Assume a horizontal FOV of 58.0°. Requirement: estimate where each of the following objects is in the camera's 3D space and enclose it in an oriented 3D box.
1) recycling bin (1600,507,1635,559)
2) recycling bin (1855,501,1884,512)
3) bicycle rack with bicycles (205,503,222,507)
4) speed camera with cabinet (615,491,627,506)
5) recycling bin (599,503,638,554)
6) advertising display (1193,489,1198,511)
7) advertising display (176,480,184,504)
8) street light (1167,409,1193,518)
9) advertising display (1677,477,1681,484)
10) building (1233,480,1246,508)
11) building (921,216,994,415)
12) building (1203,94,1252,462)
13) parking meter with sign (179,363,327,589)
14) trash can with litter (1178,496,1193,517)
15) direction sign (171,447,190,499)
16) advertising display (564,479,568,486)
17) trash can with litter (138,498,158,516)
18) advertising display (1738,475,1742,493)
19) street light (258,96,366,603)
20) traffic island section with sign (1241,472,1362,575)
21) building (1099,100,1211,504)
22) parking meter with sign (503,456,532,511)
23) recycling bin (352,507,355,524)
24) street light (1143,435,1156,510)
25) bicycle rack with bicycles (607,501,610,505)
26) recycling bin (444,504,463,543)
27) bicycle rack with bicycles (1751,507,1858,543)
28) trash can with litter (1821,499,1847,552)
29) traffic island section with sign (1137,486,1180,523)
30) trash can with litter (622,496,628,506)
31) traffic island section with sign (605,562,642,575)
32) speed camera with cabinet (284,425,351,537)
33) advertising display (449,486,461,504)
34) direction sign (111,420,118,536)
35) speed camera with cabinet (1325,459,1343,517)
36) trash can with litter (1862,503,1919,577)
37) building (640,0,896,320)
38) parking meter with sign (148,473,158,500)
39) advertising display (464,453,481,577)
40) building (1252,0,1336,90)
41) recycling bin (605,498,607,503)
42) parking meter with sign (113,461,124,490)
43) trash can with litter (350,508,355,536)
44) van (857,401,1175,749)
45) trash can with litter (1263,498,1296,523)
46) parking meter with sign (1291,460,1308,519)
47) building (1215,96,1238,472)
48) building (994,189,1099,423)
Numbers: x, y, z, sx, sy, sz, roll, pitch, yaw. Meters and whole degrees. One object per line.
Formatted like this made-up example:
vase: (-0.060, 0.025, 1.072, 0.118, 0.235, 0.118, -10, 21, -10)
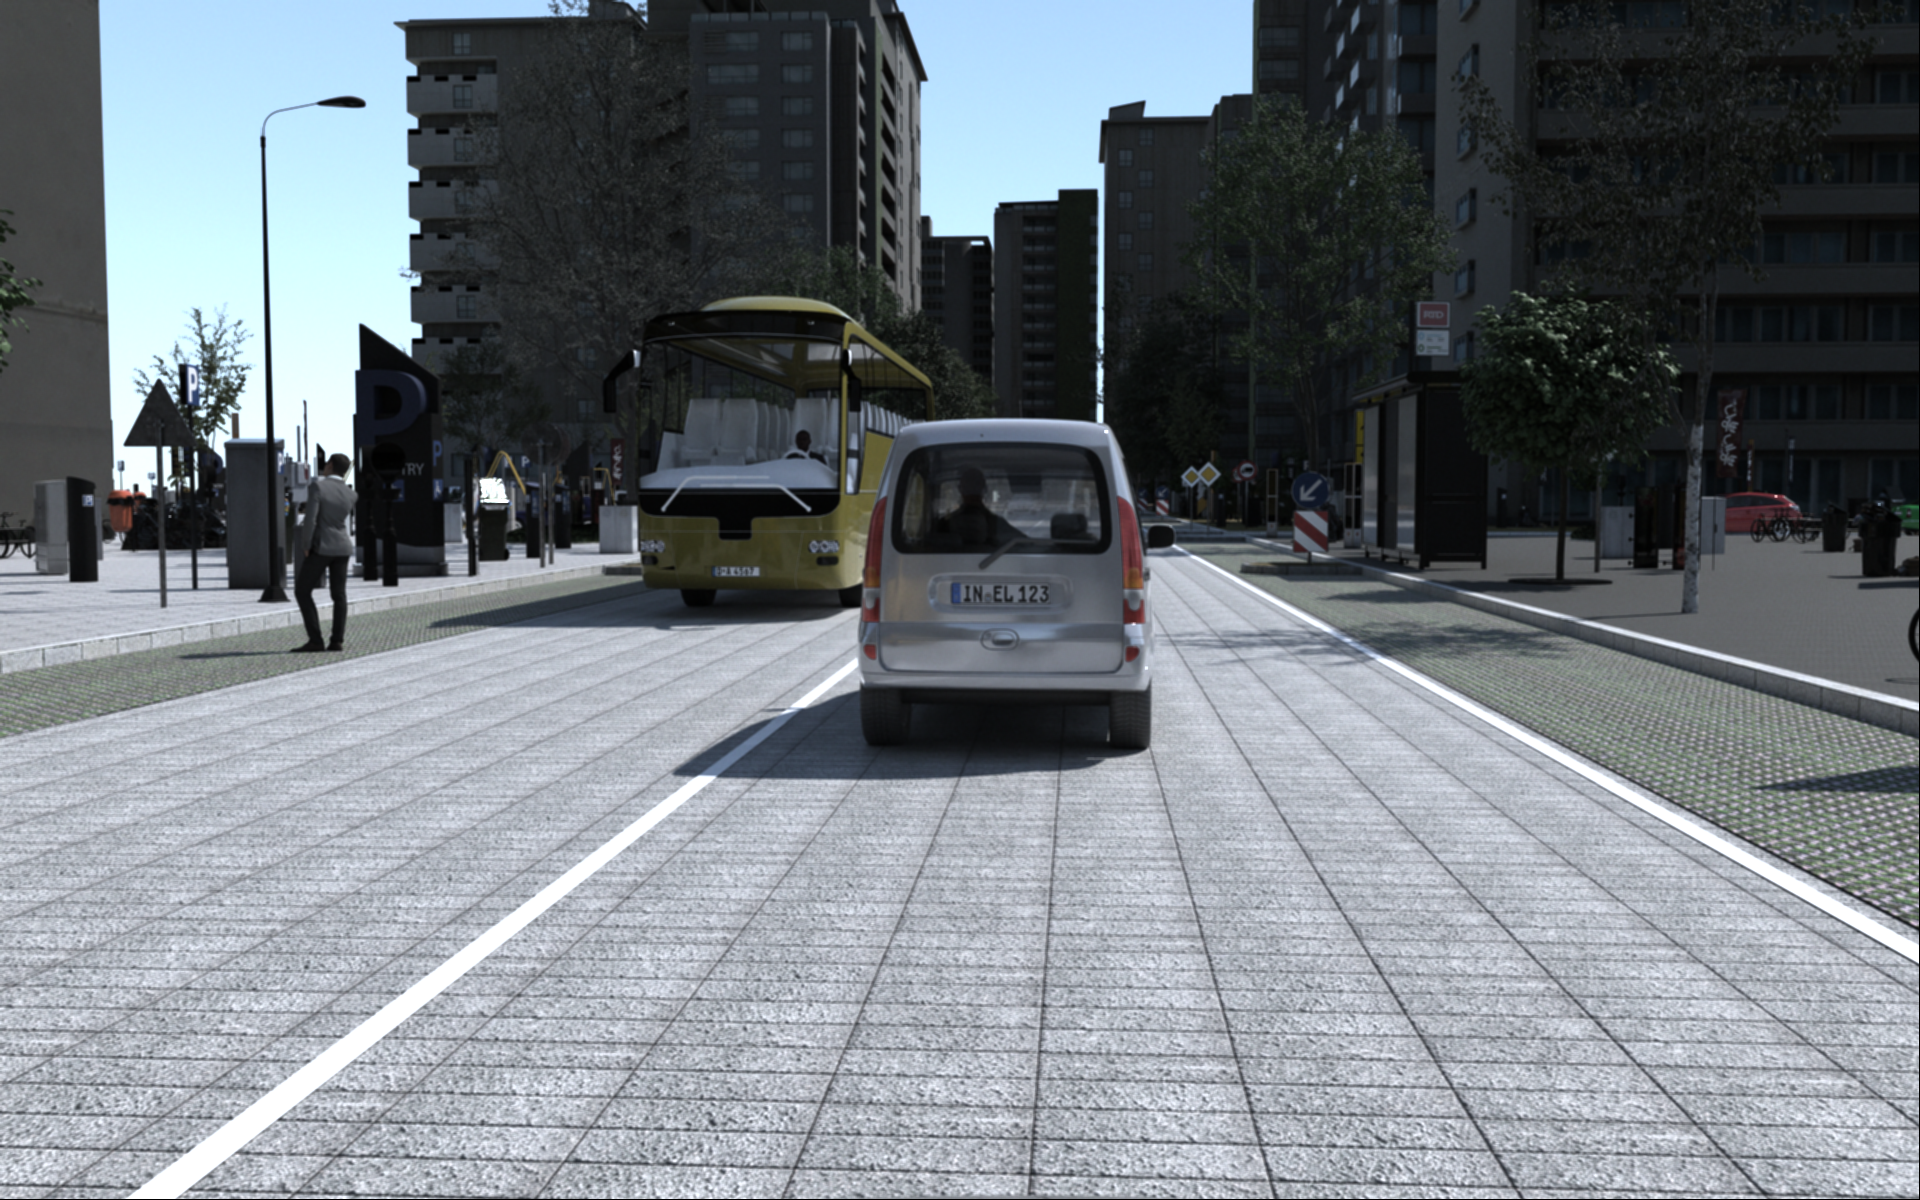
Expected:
recycling bin: (13.188, -1.353, 34.678, 0.722, 1.027, 0.722, 1, 4, 9)
recycling bin: (33.062, -3.085, 62.987, 0.722, 1.027, 0.722, -2, 4, -33)
bicycle rack with bicycles: (-30.842, -3.721, 74.228, 2.925, 0.926, 2.852, 1, 4, 12)
speed camera with cabinet: (-16.234, -5.645, 86.636, 2.038, 3.252, 0.660, -1, 4, -10)
recycling bin: (-7.372, -1.520, 37.403, 0.722, 1.027, 0.722, 0, 4, -1)
advertising display: (15.946, -6.724, 115.156, 0.974, 1.923, 0.123, 0, 4, -7)
advertising display: (-37.086, -4.718, 82.349, 0.123, 1.923, 0.974, -1, 4, -10)
street light: (11.963, -7.443, 94.240, 1.470, 5.913, 1.316, 0, 4, 4)
advertising display: (26.762, -3.628, 64.537, 0.123, 1.923, 0.974, 2, 4, 24)
building: (42.168, -28.705, 161.204, 32.217, 40.220, 23.993, 0, 4, 4)
building: (-6.935, -33.810, 244.670, 23.993, 40.220, 32.217, 0, 4, 4)
building: (34.899, -33.311, 194.744, 14.600, 45.320, 14.200, 0, 4, 4)
parking meter with sign: (-9.555, -1.666, 23.499, 1.738, 3.016, 0.543, 0, 4, -7)
trash can with litter: (12.808, -5.269, 97.535, 1.055, 1.170, 0.624, 2, 4, 28)
direction sign: (-35.577, -5.332, 79.172, 0.876, 3.537, 0.379, 0, 4, -1)
advertising display: (-16.855, -4.217, 74.164, 0.123, 1.923, 0.974, -1, 4, -14)
trash can with litter: (-25.618, -2.663, 54.932, 0.624, 1.170, 1.055, -1, 4, -10)
advertising display: (26.853, -3.329, 59.651, 0.123, 1.923, 0.974, 2, 4, 25)
street light: (-7.630, -2.928, 20.407, 1.470, 5.913, 1.316, 0, 4, 4)
traffic island section with sign: (6.137, -1.391, 31.371, 1.989, 1.847, 2.006, 0, 4, 4)
building: (33.048, -39.798, 239.938, 27.495, 52.752, 28.713, 0, 4, 4)
parking meter with sign: (-20.181, -5.101, 79.663, 0.543, 3.016, 1.738, 2, 4, 26)
recycling bin: (-26.204, -3.795, 74.602, 0.722, 1.027, 0.722, 2, 4, 28)
street light: (14.699, -9.990, 135.879, 1.470, 5.913, 1.316, 0, 4, 4)
bicycle rack with bicycles: (-26.663, -7.395, 134.284, 2.925, 0.926, 2.852, 3, 4, 36)
recycling bin: (-13.572, -2.025, 45.662, 0.722, 1.027, 0.722, -2, 4, -33)
bicycle rack with bicycles: (22.406, -2.005, 46.162, 2.925, 0.926, 2.852, -1, 4, -12)
trash can with litter: (19.675, -1.653, 38.414, 1.055, 1.170, 0.624, 2, 4, 29)
traffic island section with sign: (9.881, -4.720, 85.802, 1.989, 1.847, 2.006, 0, 4, 4)
trash can with litter: (-15.522, -4.200, 79.733, 2.233, 1.210, 1.678, 2, 4, 30)
traffic island section with sign: (-5.164, -1.380, 31.187, 1.989, 1.847, 2.006, 0, 4, 4)
speed camera with cabinet: (-18.836, -3.440, 50.587, 0.660, 3.252, 2.038, 2, 4, 30)
advertising display: (-40.191, -8.113, 137.855, 0.974, 1.923, 0.123, 0, 4, -3)
direction sign: (-26.081, -3.736, 53.076, 0.379, 3.537, 0.876, -3, 5, -43)
speed camera with cabinet: (21.197, -6.344, 98.066, 2.038, 3.252, 0.660, -3, 4, -37)
trash can with litter: (14.556, -0.957, 27.030, 1.055, 1.170, 0.624, 0, 4, -2)
building: (-17.663, -32.944, 162.337, 21.300, 48.544, 21.600, 0, 4, 4)
parking meter with sign: (-65.307, -8.832, 140.671, 0.543, 3.016, 1.738, 0, 4, -5)
advertising display: (-7.687, -1.353, 27.334, 0.123, 1.923, 0.974, -1, 4, -9)
building: (30.869, -28.083, 142.745, 14.154, 41.232, 14.086, 0, 4, 4)
recycling bin: (-23.106, -6.020, 110.975, 0.722, 1.027, 0.722, 2, 4, 31)
parking meter with sign: (-44.099, -5.697, 89.400, 0.543, 3.016, 1.738, 3, 4, 37)
trash can with litter: (-18.592, -2.536, 52.849, 0.624, 1.170, 1.055, 3, 5, 44)
van: (0.394, -0.255, 11.177, 2.013, 2.044, 4.112, 0, 4, 5)
trash can with litter: (14.376, -4.058, 77.408, 2.233, 1.210, 1.678, 1, 4, 19)
parking meter with sign: (17.627, -5.720, 89.779, 0.543, 3.016, 1.738, -1, 4, -13)
building: (33.643, -30.410, 180.805, 14.154, 41.232, 14.086, 0, 4, 4)
building: (11.641, -33.706, 234.682, 14.086, 41.232, 14.154, 0, 4, 4)
